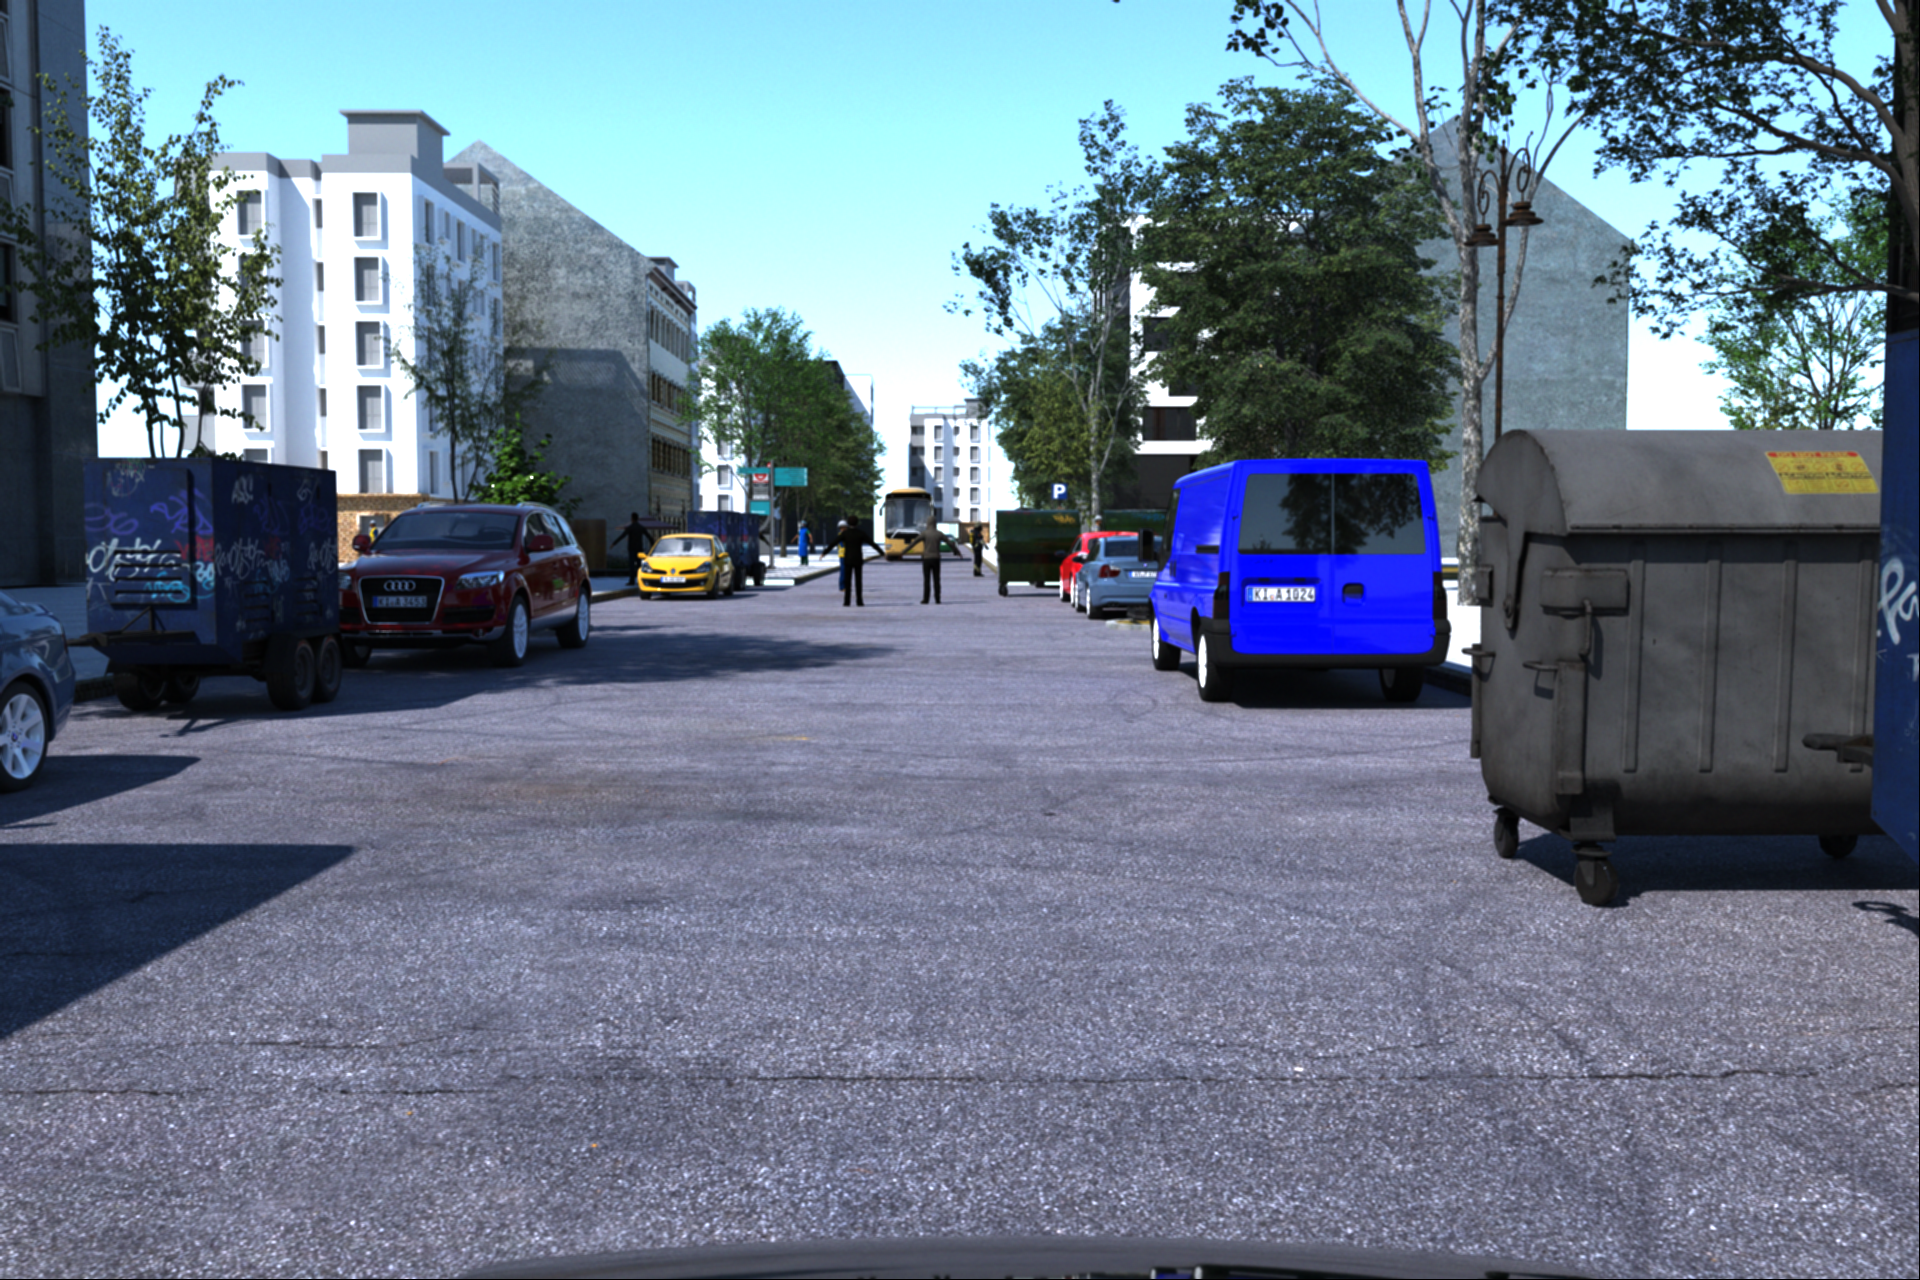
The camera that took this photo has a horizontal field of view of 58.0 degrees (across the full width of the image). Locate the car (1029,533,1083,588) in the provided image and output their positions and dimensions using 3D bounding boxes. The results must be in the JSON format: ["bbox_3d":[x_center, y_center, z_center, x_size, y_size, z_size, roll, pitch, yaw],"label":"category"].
[{"bbox_3d":[2.854,-2.370,47.553,1.959,1.807,4.718,0,4,-1],"label":"car"}]

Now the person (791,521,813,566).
[{"bbox_3d":[-6.302,-3.882,69.595,0.704,1.817,1.347,-3,5,-42],"label":"person"}]

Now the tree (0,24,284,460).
[{"bbox_3d":[-11.826,-4.599,25.563,4.737,8.622,4.395,0,3,0],"label":"tree"}]

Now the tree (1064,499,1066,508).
[{"bbox_3d":[15.226,-23.750,244.206,12.611,20.169,13.585,0,3,0],"label":"tree"}]

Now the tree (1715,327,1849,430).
[{"bbox_3d":[28.412,-6.728,60.370,4.737,8.622,4.395,0,3,0],"label":"tree"}]

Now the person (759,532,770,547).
[{"bbox_3d":[-6.329,-2.804,51.614,1.354,1.858,0.705,-1,4,-14],"label":"person"}]

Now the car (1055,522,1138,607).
[{"bbox_3d":[3.040,-1.606,35.301,2.155,1.783,4.494,0,4,-1],"label":"car"}]

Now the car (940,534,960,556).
[{"bbox_3d":[-1.072,-6.371,115.962,2.131,1.459,4.920,0,3,0],"label":"car"}]

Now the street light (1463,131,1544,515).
[{"bbox_3d":[6.364,-2.915,20.452,0.468,5.910,1.993,0,4,-1],"label":"street light"}]

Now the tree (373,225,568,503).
[{"bbox_3d":[-12.492,-5.617,42.201,4.360,8.622,3.978,0,3,0],"label":"tree"}]

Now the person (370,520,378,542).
[{"bbox_3d":[-23.731,-3.917,70.004,0.705,1.833,1.349,-2,4,-31],"label":"person"}]

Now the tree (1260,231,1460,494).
[{"bbox_3d":[14.676,-9.001,65.298,7.486,12.596,7.792,0,3,0],"label":"tree"}]

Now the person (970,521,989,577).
[{"bbox_3d":[0.636,-3.075,58.511,0.705,1.856,1.354,-1,4,-19],"label":"person"}]

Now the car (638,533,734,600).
[{"bbox_3d":[-6.140,-1.760,38.999,2.015,1.641,3.980,0,3,0],"label":"car"}]

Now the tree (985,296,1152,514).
[{"bbox_3d":[6.040,-11.488,94.484,9.857,13.997,8.962,0,3,0],"label":"tree"}]

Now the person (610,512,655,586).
[{"bbox_3d":[-8.126,-2.274,43.244,0.705,1.821,1.348,3,5,44],"label":"person"}]

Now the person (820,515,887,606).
[{"bbox_3d":[-2.116,-1.575,34.388,1.347,1.806,0.705,0,4,-2],"label":"person"}]

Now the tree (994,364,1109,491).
[{"bbox_3d":[5.688,-10.961,104.975,9.928,11.665,9.643,0,3,0],"label":"tree"}]

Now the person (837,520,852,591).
[{"bbox_3d":[-2.833,-2.109,43.399,0.721,1.772,1.216,0,4,4],"label":"person"}]

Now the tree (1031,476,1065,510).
[{"bbox_3d":[5.234,-9.920,112.561,4.360,8.622,3.978,0,3,0],"label":"tree"}]

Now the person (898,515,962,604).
[{"bbox_3d":[-0.587,-1.648,35.533,1.348,1.813,0.705,-1,4,-13],"label":"person"}]

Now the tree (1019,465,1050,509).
[{"bbox_3d":[5.665,-10.561,123.040,4.360,8.622,3.978,0,3,0],"label":"tree"}]

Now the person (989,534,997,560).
[{"bbox_3d":[2.009,-4.827,85.110,1.347,1.806,0.705,-2,4,-35],"label":"person"}]

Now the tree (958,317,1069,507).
[{"bbox_3d":[5.800,-18.144,152.548,12.611,20.169,13.585,0,3,0],"label":"tree"}]

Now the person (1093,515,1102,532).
[{"bbox_3d":[4.227,-2.859,52.606,0.705,1.847,1.347,0,4,7],"label":"person"}]

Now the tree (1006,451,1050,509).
[{"bbox_3d":[5.923,-11.643,140.723,4.737,8.622,4.395,0,3,0],"label":"tree"}]

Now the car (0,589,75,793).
[{"bbox_3d":[-6.080,0.222,8.372,2.014,1.417,4.499,0,3,0],"label":"car"}]

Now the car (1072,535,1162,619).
[{"bbox_3d":[3.002,-1.122,30.341,2.014,1.417,4.499,0,4,0],"label":"car"}]

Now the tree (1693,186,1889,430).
[{"bbox_3d":[25.951,-7.728,52.102,9.928,11.665,9.643,0,3,0],"label":"tree"}]

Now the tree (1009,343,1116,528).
[{"bbox_3d":[3.794,-7.097,66.400,4.737,8.622,4.395,0,3,0],"label":"tree"}]

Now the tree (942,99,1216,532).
[{"bbox_3d":[5.559,-13.611,78.423,12.611,20.169,13.585,0,3,0],"label":"tree"}]

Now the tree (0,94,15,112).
[{"bbox_3d":[-12.012,-6.529,13.410,9.857,13.997,8.962,0,3,0],"label":"tree"}]

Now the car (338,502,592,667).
[{"bbox_3d":[-5.739,-0.712,20.322,2.281,1.827,5.304,0,3,0],"label":"car"}]

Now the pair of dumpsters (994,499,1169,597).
[{"bbox_3d":[3.008,-2.147,40.051,4.436,2.255,1.574,0,4,-1],"label":"pair of dumpsters"}]

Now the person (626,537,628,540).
[{"bbox_3d":[-16.643,-4.913,87.130,0.721,1.733,1.217,0,4,0],"label":"person"}]
